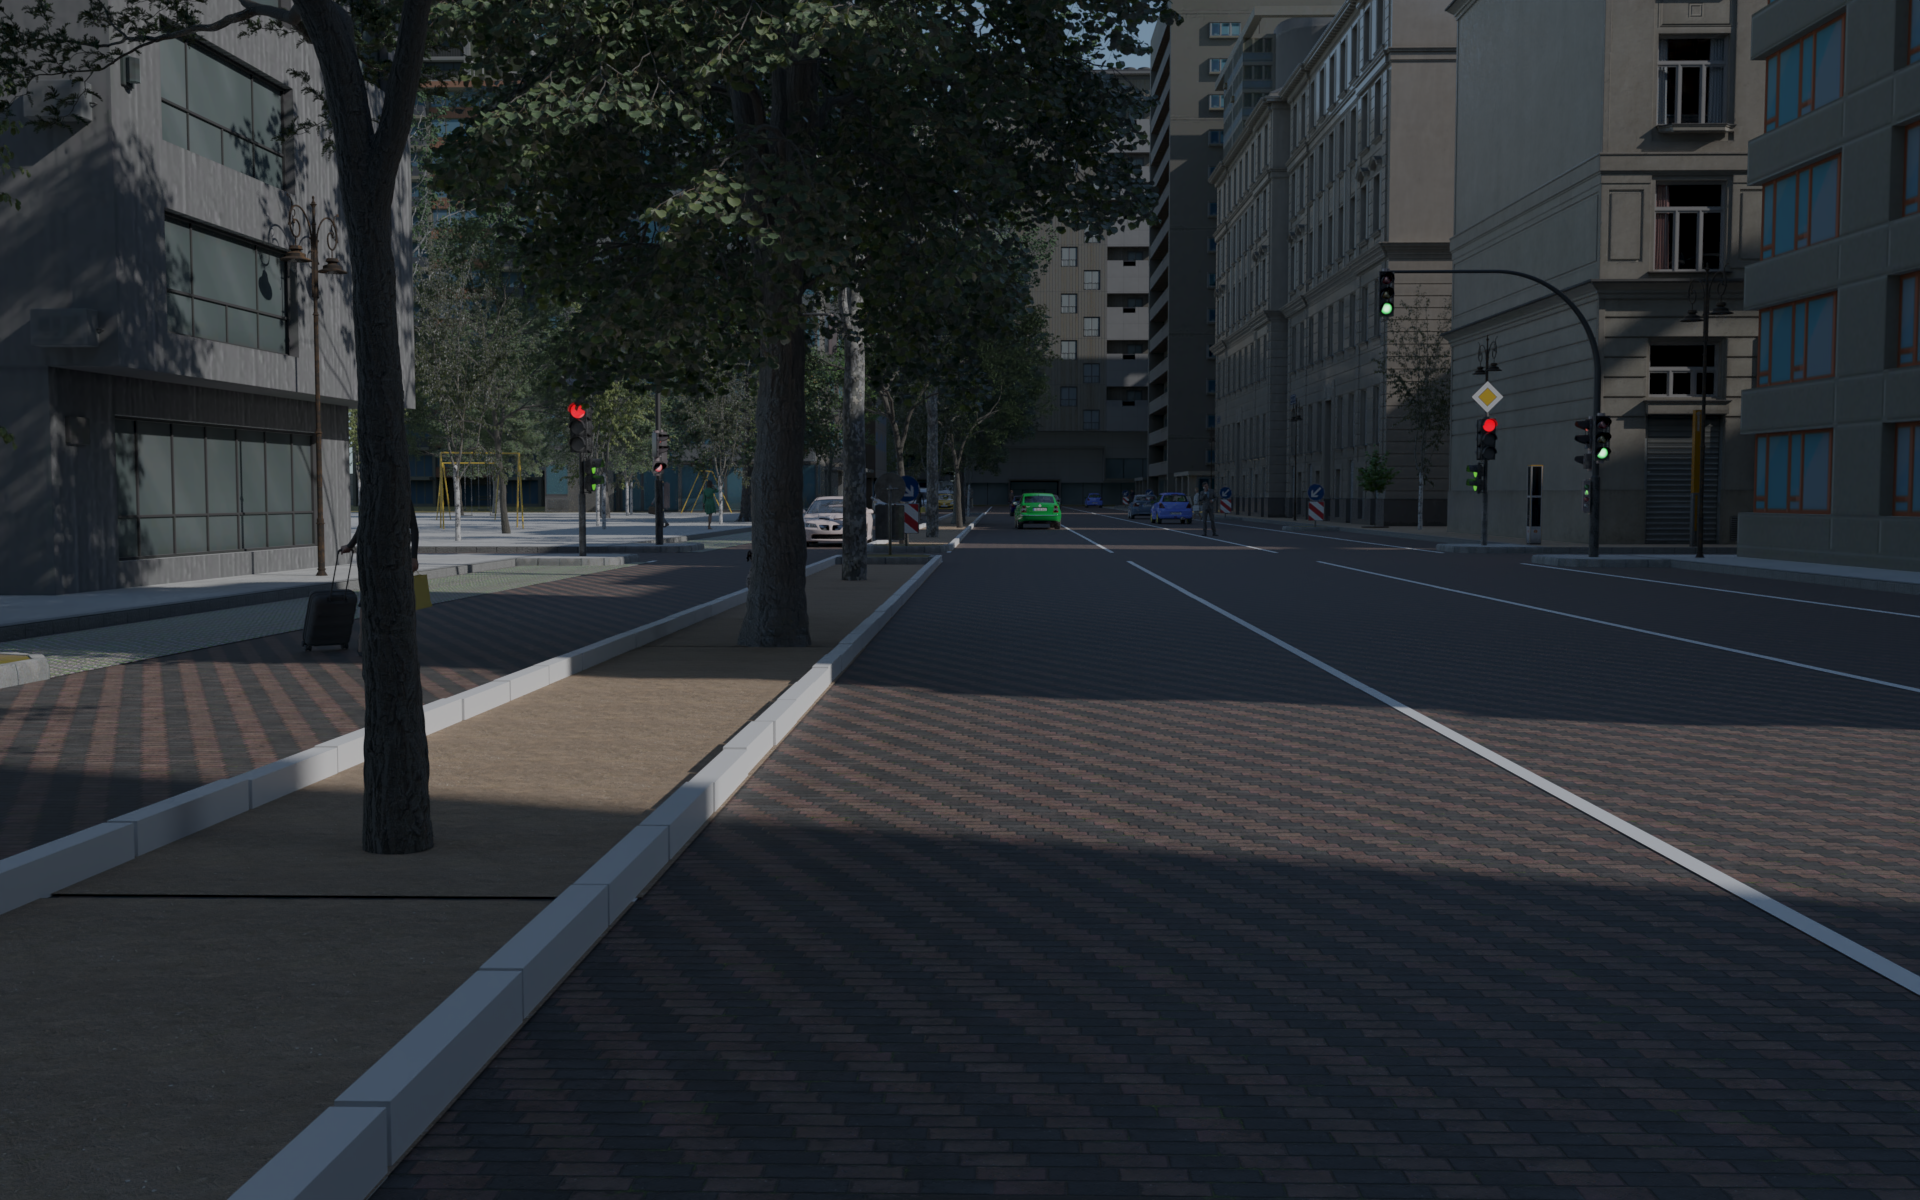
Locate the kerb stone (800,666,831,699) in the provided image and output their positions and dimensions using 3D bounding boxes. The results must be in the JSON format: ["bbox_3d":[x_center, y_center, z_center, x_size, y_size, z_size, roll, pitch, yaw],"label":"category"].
[{"bbox_3d":[-1.046,0.611,12.344,0.120,0.150,1.000,0,4,1],"label":"kerb stone"}]

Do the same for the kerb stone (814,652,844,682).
[{"bbox_3d":[-1.025,0.541,13.370,0.120,0.150,1.000,0,4,1],"label":"kerb stone"}]

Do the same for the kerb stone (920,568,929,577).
[{"bbox_3d":[-0.639,-0.400,28.736,0.120,0.150,1.000,0,4,1],"label":"kerb stone"}]

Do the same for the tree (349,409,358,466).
[{"bbox_3d":[-33.202,-8.992,97.382,4.360,8.622,3.978,0,3,0],"label":"tree"}]

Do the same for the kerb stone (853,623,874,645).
[{"bbox_3d":[-0.943,0.352,16.450,0.120,0.150,1.000,0,4,1],"label":"kerb stone"}]

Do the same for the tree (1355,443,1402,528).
[{"bbox_3d":[15.773,-4.365,65.968,1.663,3.219,1.824,0,3,0],"label":"tree"}]

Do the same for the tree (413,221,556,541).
[{"bbox_3d":[-13.569,-5.898,46.790,4.360,8.622,3.978,0,3,0],"label":"tree"}]

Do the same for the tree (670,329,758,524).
[{"bbox_3d":[-10.098,-7.485,72.750,4.360,8.622,3.978,0,3,0],"label":"tree"}]

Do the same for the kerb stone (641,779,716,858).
[{"bbox_3d":[-1.175,0.917,7.232,0.120,0.150,1.000,0,4,1],"label":"kerb stone"}]

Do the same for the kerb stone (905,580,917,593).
[{"bbox_3d":[-0.736,-0.149,24.636,0.120,0.150,1.000,0,4,1],"label":"kerb stone"}]

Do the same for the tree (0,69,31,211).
[{"bbox_3d":[-11.105,-4.075,16.988,4.737,8.622,4.395,0,3,0],"label":"tree"}]

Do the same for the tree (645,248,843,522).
[{"bbox_3d":[-9.834,-9.977,80.137,9.611,12.733,9.660,0,3,0],"label":"tree"}]

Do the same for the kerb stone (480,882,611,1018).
[{"bbox_3d":[-1.229,1.040,5.189,0.120,0.150,1.000,0,4,1],"label":"kerb stone"}]

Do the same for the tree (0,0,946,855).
[{"bbox_3d":[-2.228,-4.289,6.995,8.767,10.594,7.601,0,4,1],"label":"tree"}]

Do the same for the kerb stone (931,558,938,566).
[{"bbox_3d":[-0.535,-0.646,32.828,0.120,0.150,1.000,0,4,1],"label":"kerb stone"}]

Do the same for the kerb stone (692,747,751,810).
[{"bbox_3d":[-1.144,0.860,8.254,0.120,0.150,1.000,0,4,1],"label":"kerb stone"}]

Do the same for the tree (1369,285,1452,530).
[{"bbox_3d":[16.730,-6.816,61.806,4.360,8.622,3.978,0,3,0],"label":"tree"}]

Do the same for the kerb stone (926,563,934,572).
[{"bbox_3d":[-0.588,-0.524,30.785,0.120,0.150,1.000,0,4,1],"label":"kerb stone"}]

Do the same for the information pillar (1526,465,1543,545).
[{"bbox_3d":[14.582,-2.414,43.960,0.304,2.012,0.304,0,4,2],"label":"information pillar"}]

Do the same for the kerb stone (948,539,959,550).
[{"bbox_3d":[-0.177,-1.499,46.707,0.120,0.150,1.000,0,4,1],"label":"kerb stone"}]

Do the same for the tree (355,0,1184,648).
[{"bbox_3d":[-1.758,-6.542,16.080,9.857,13.997,8.962,0,3,0],"label":"tree"}]

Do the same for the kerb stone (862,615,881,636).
[{"bbox_3d":[-0.916,0.289,17.472,0.120,0.150,1.000,0,4,1],"label":"kerb stone"}]

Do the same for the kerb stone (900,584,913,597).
[{"bbox_3d":[-0.762,-0.086,23.612,0.120,0.150,1.000,0,4,1],"label":"kerb stone"}]

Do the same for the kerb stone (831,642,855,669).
[{"bbox_3d":[-0.994,0.484,14.395,0.120,0.150,1.000,0,4,1],"label":"kerb stone"}]

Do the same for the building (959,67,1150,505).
[{"bbox_3d":[13.085,-38.293,215.327,27.495,52.752,28.713,0,4,1],"label":"building"}]

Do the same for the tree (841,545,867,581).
[{"bbox_3d":[-2.939,-10.433,28.931,12.611,20.169,13.585,0,3,0],"label":"tree"}]

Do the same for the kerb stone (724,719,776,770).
[{"bbox_3d":[-1.128,0.790,9.276,0.120,0.150,1.000,0,4,1],"label":"kerb stone"}]

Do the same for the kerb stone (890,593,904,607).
[{"bbox_3d":[-0.816,0.045,21.567,0.120,0.150,1.000,0,4,1],"label":"kerb stone"}]

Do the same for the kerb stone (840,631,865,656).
[{"bbox_3d":[-0.972,0.416,15.419,0.120,0.150,1.000,0,4,1],"label":"kerb stone"}]

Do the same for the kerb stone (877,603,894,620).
[{"bbox_3d":[-0.866,0.165,19.516,0.120,0.150,1.000,0,4,1],"label":"kerb stone"}]

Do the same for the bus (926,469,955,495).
[{"bbox_3d":[-1.624,-10.895,169.683,2.896,3.916,12.252,0,4,1],"label":"bus"}]

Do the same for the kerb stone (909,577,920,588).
[{"bbox_3d":[-0.715,-0.205,25.664,0.120,0.150,1.000,0,4,1],"label":"kerb stone"}]

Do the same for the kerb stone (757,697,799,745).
[{"bbox_3d":[-1.090,0.728,10.300,0.120,0.150,1.000,0,4,1],"label":"kerb stone"}]

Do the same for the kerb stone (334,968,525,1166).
[{"bbox_3d":[-1.251,1.103,4.163,0.120,0.150,1.000,0,4,1],"label":"kerb stone"}]

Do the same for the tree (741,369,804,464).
[{"bbox_3d":[-10.822,-9.053,98.375,4.737,8.622,4.395,0,3,0],"label":"tree"}]

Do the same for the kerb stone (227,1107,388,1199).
[{"bbox_3d":[-1.273,1.166,3.129,0.120,0.150,1.000,0,4,1],"label":"kerb stone"}]

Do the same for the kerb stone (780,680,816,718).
[{"bbox_3d":[-1.069,0.665,11.322,0.120,0.150,1.000,0,4,1],"label":"kerb stone"}]

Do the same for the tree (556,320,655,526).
[{"bbox_3d":[-14.619,-7.306,69.816,4.360,8.622,3.978,0,3,0],"label":"tree"}]

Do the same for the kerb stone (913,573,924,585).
[{"bbox_3d":[-0.683,-0.274,26.685,0.120,0.150,1.000,0,4,1],"label":"kerb stone"}]

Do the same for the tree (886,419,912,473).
[{"bbox_3d":[-6.734,-13.255,167.082,4.737,8.622,4.395,0,3,0],"label":"tree"}]

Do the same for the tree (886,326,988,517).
[{"bbox_3d":[-0.929,-6.929,66.103,4.360,8.622,3.978,0,3,0],"label":"tree"}]

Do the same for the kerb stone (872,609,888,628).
[{"bbox_3d":[-0.887,0.233,18.494,0.120,0.150,1.000,0,4,1],"label":"kerb stone"}]

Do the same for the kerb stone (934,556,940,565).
[{"bbox_3d":[-0.510,-0.713,33.849,0.120,0.150,1.000,0,4,1],"label":"kerb stone"}]

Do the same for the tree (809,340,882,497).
[{"bbox_3d":[-8.512,-11.502,113.811,9.928,11.665,9.643,0,3,0],"label":"tree"}]

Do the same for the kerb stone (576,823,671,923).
[{"bbox_3d":[-1.203,0.980,6.211,0.120,0.150,1.000,0,4,1],"label":"kerb stone"}]

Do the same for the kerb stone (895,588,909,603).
[{"bbox_3d":[-0.784,-0.024,22.590,0.120,0.150,1.000,0,4,1],"label":"kerb stone"}]

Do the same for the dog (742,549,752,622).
[{"bbox_3d":[-2.354,-0.166,19.556,0.513,0.831,0.800,2,4,26],"label":"dog"}]

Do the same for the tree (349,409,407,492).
[{"bbox_3d":[-31.562,-8.633,91.512,4.737,8.622,4.395,0,3,0],"label":"tree"}]

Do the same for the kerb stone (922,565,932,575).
[{"bbox_3d":[-0.613,-0.462,29.763,0.120,0.150,1.000,0,4,1],"label":"kerb stone"}]

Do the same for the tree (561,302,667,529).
[{"bbox_3d":[-12.895,-6.890,63.008,4.737,8.622,4.395,0,3,0],"label":"tree"}]

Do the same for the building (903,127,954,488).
[{"bbox_3d":[-11.539,-36.025,212.713,21.600,48.544,21.300,0,4,1],"label":"building"}]

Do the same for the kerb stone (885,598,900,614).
[{"bbox_3d":[-0.836,0.106,20.540,0.120,0.150,1.000,0,4,1],"label":"kerb stone"}]

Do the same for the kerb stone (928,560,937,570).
[{"bbox_3d":[-0.557,-0.588,31.806,0.120,0.150,1.000,0,4,1],"label":"kerb stone"}]

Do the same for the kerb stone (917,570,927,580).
[{"bbox_3d":[-0.659,-0.337,27.707,0.120,0.150,1.000,0,4,1],"label":"kerb stone"}]

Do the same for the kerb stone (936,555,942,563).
[{"bbox_3d":[-0.479,-0.775,34.871,0.120,0.150,1.000,0,4,1],"label":"kerb stone"}]
